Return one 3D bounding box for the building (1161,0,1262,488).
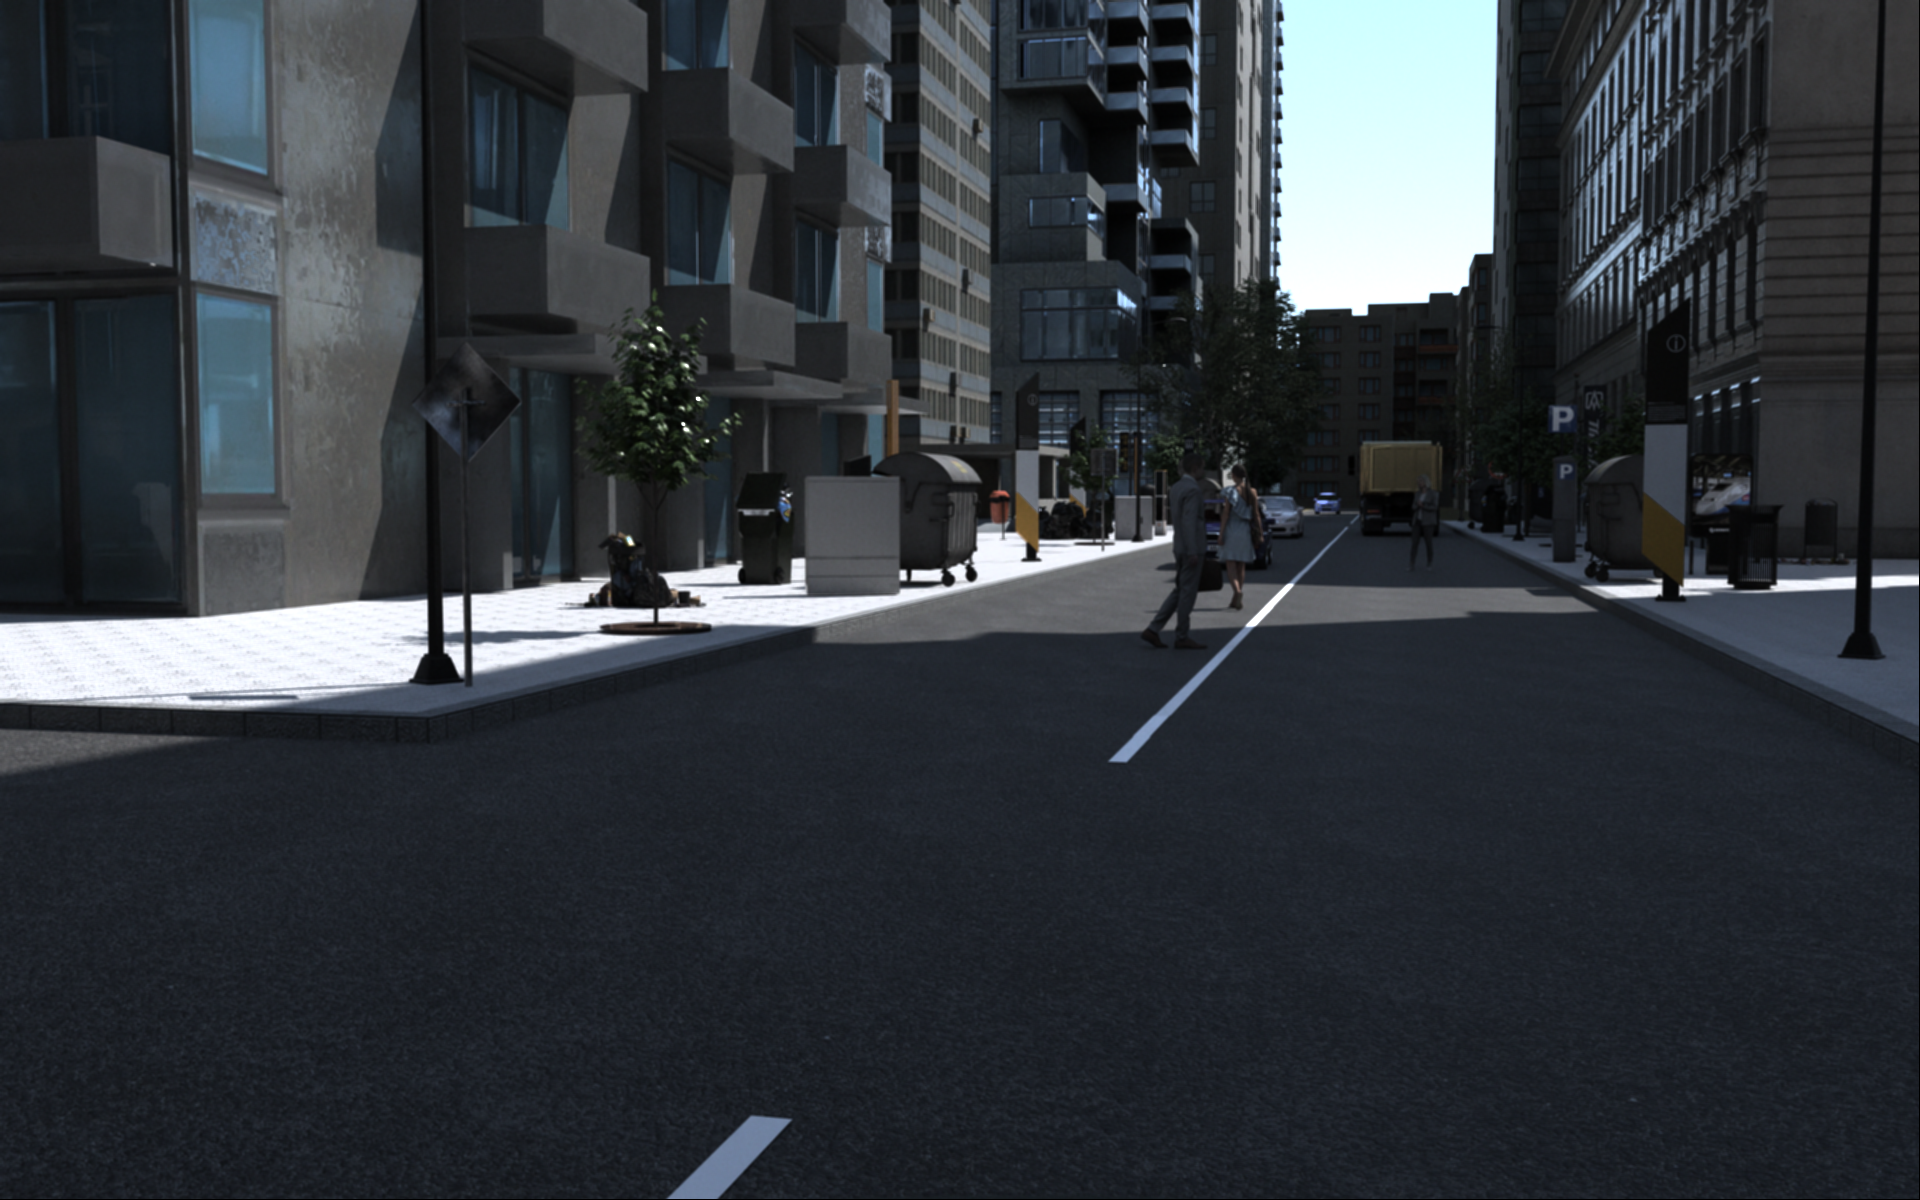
[{"bbox_3d":[11.090,-33.985,144.894,27.495,52.752,28.713,1,4,14],"label":"building"}]

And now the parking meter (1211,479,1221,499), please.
[{"bbox_3d":[9.776,-3.711,66.379,0.255,1.863,0.399,-3,4,-36],"label":"parking meter"}]

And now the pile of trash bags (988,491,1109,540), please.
[{"bbox_3d":[2.417,-2.415,49.231,3.447,1.369,1.912,-1,4,-23],"label":"pile of trash bags"}]

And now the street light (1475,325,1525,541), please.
[{"bbox_3d":[14.822,-4.588,47.547,1.470,5.913,1.316,1,4,14],"label":"street light"}]

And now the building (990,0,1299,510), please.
[{"bbox_3d":[20.734,-53.179,182.154,31.000,86.520,22.319,1,4,14],"label":"building"}]

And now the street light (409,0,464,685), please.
[{"bbox_3d":[-3.047,-2.383,11.506,1.470,5.913,1.316,1,4,14],"label":"street light"}]

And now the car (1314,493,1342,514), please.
[{"bbox_3d":[26.170,-6.950,123.218,1.945,1.707,3.694,1,4,14],"label":"car"}]

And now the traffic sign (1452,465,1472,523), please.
[{"bbox_3d":[22.608,-4.769,77.977,0.884,2.594,0.081,1,4,18],"label":"traffic sign"}]

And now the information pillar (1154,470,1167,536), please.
[{"bbox_3d":[6.187,-2.991,53.394,0.304,2.012,0.304,1,4,23],"label":"information pillar"}]

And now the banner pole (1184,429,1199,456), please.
[{"bbox_3d":[8.888,-4.661,66.218,0.863,3.779,0.401,-2,4,-30],"label":"banner pole"}]

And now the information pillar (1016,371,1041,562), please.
[{"bbox_3d":[1.291,-2.539,32.870,0.504,3.616,0.183,-2,4,-31],"label":"information pillar"}]

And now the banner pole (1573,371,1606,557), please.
[{"bbox_3d":[12.710,-2.763,35.184,0.401,3.779,0.863,-3,5,-45],"label":"banner pole"}]

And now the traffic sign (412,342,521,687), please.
[{"bbox_3d":[-3.273,-0.480,11.483,0.795,2.450,0.064,1,4,14],"label":"traffic sign"}]

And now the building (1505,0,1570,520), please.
[{"bbox_3d":[35.555,-19.428,89.356,14.160,30.474,14.107,1,4,14],"label":"building"}]

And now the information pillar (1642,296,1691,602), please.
[{"bbox_3d":[8.439,-1.793,20.675,0.504,3.616,0.183,1,4,23],"label":"information pillar"}]

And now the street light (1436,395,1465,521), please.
[{"bbox_3d":[23.077,-6.664,81.496,1.470,5.913,1.316,1,4,14],"label":"street light"}]

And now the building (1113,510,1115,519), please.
[{"bbox_3d":[3.664,-48.227,101.187,22.319,86.520,31.000,1,4,14],"label":"building"}]

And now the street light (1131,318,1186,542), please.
[{"bbox_3d":[5.284,-4.494,46.023,1.470,5.913,1.316,1,4,14],"label":"street light"}]

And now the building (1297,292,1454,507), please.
[{"bbox_3d":[50.264,-20.416,178.840,28.899,21.520,27.650,1,4,14],"label":"building"}]

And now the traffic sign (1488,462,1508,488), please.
[{"bbox_3d":[18.354,-3.598,58.934,0.768,2.556,0.104,1,4,20],"label":"traffic sign"}]

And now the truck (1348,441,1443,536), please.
[{"bbox_3d":[15.771,-4.068,62.438,3.469,3.379,9.791,1,4,12],"label":"truck"}]

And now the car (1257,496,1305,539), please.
[{"bbox_3d":[10.392,-2.757,57.439,2.083,1.381,4.827,1,4,14],"label":"car"}]

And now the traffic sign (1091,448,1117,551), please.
[{"bbox_3d":[3.216,-2.247,38.862,0.606,2.300,0.079,1,4,19],"label":"traffic sign"}]

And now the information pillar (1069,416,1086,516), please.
[{"bbox_3d":[3.543,-3.709,51.991,0.504,3.616,0.183,1,4,16],"label":"information pillar"}]

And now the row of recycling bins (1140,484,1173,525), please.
[{"bbox_3d":[8.730,-3.998,72.474,3.534,1.692,1.069,-3,5,-45],"label":"row of recycling bins"}]

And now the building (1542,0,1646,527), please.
[{"bbox_3d":[31.280,-14.137,64.431,16.112,22.955,30.059,1,4,14],"label":"building"}]

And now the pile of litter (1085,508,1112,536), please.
[{"bbox_3d":[3.829,-2.419,53.510,1.719,0.858,1.176,3,5,42],"label":"pile of litter"}]

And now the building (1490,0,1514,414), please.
[{"bbox_3d":[47.878,-31.671,107.061,28.713,52.752,27.495,1,4,14],"label":"building"}]

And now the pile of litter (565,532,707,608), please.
[{"bbox_3d":[-3.739,-0.367,19.966,1.719,0.858,1.176,3,4,37],"label":"pile of litter"}]

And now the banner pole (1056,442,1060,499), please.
[{"bbox_3d":[4.614,-5.726,83.640,0.863,3.779,0.401,-3,5,-41],"label":"banner pole"}]

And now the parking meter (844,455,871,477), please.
[{"bbox_3d":[-1.538,-1.231,25.833,0.399,1.863,0.255,-2,4,-25],"label":"parking meter"}]

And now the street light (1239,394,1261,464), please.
[{"bbox_3d":[13.454,-6.572,79.992,1.470,5.913,1.316,1,4,14],"label":"street light"}]

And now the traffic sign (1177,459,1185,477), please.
[{"bbox_3d":[7.843,-3.646,59.722,0.768,2.556,0.104,1,4,20],"label":"traffic sign"}]

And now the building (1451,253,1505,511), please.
[{"bbox_3d":[53.780,-17.770,135.586,27.650,21.520,28.899,1,4,14],"label":"building"}]

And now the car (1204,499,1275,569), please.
[{"bbox_3d":[5.264,-1.327,34.269,1.945,1.354,3.894,1,4,12],"label":"car"}]

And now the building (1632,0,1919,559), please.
[{"bbox_3d":[22.545,-11.771,41.603,9.793,20.994,18.267,1,4,14],"label":"building"}]

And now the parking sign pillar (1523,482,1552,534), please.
[{"bbox_3d":[19.233,-4.176,56.751,1.447,3.967,1.447,-1,4,-12],"label":"parking sign pillar"}]

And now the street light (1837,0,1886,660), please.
[{"bbox_3d":[6.549,-2.508,13.543,1.470,5.913,1.316,1,4,14],"label":"street light"}]
